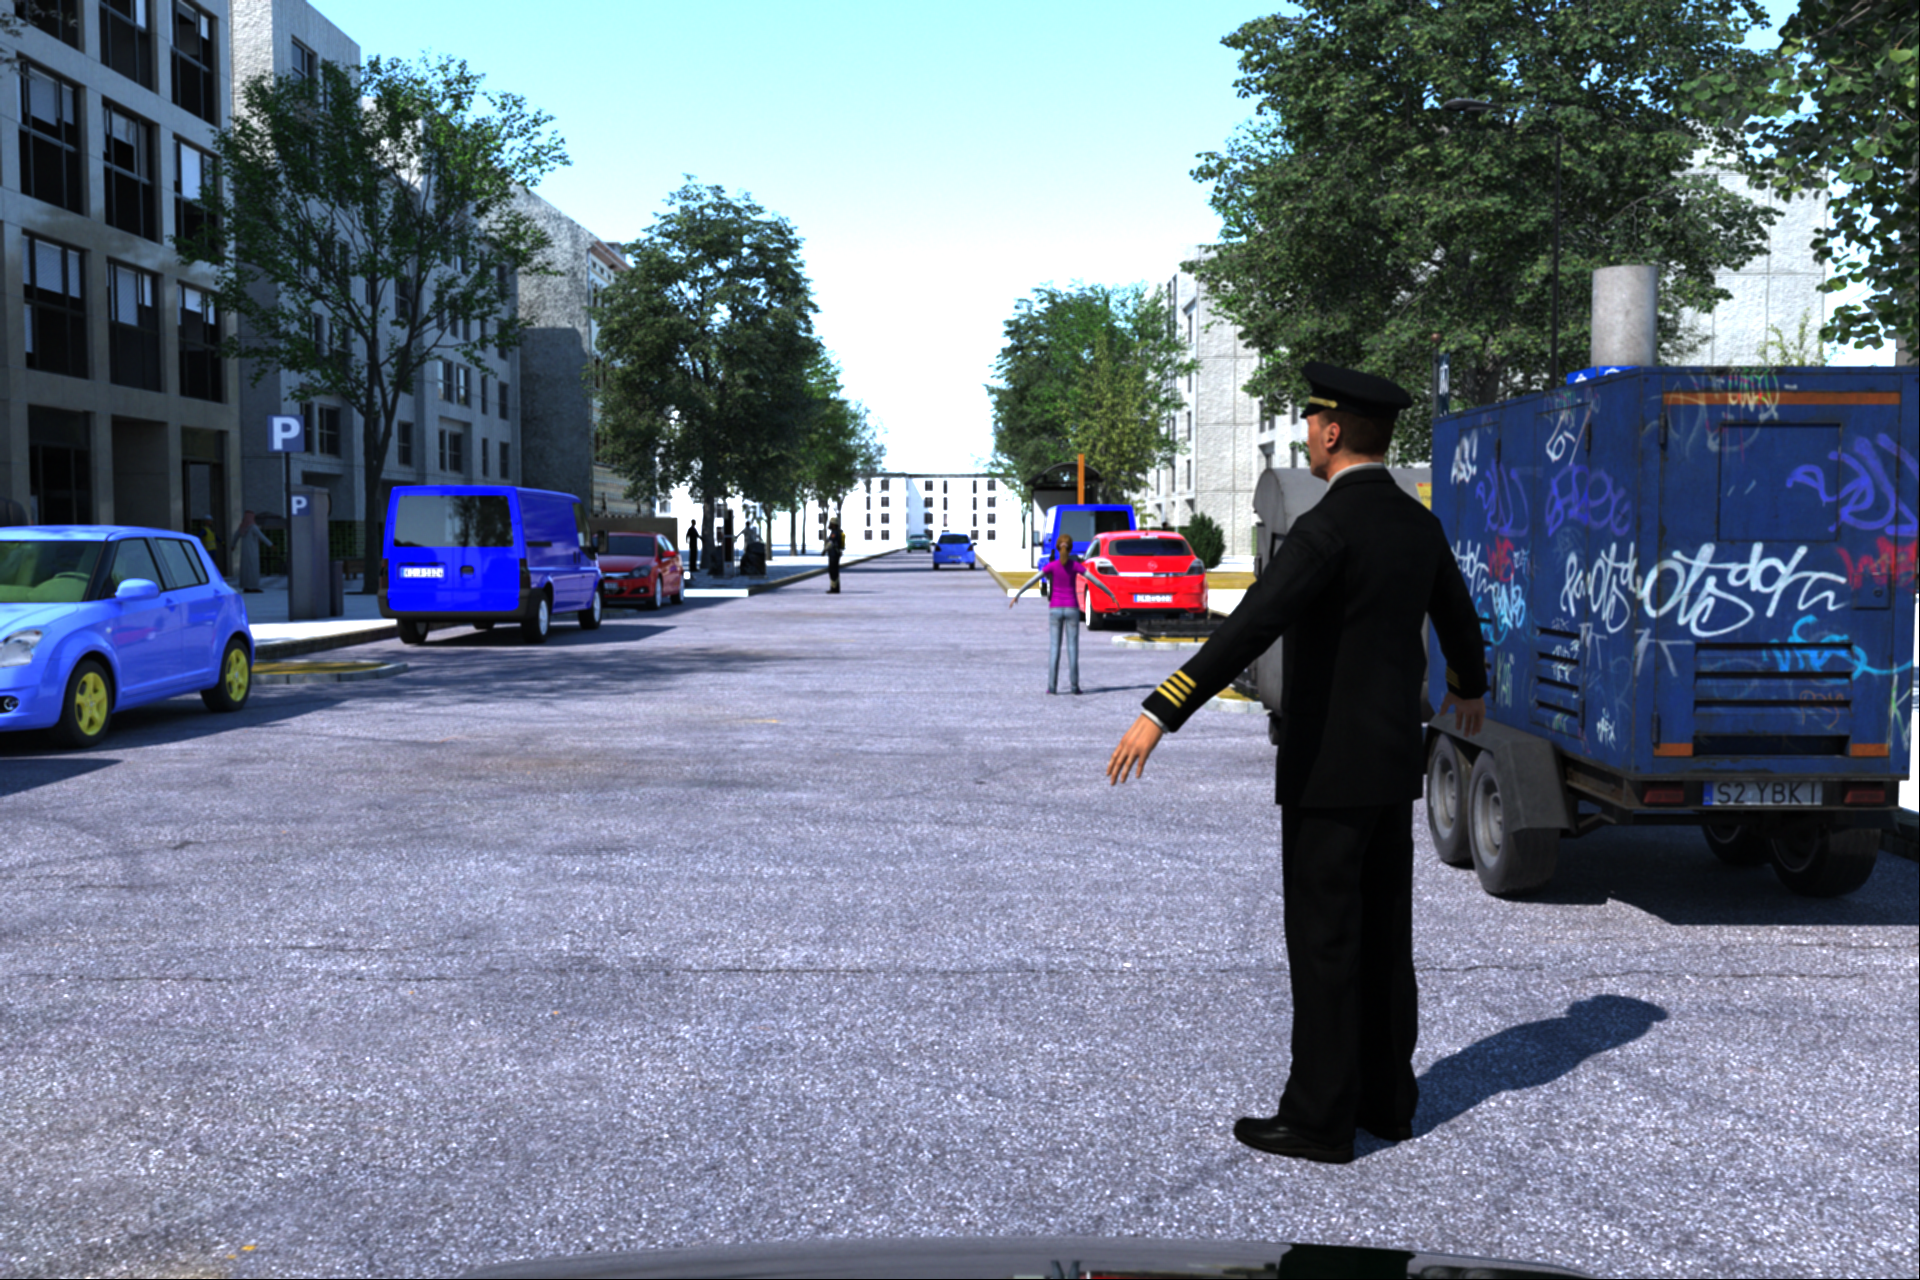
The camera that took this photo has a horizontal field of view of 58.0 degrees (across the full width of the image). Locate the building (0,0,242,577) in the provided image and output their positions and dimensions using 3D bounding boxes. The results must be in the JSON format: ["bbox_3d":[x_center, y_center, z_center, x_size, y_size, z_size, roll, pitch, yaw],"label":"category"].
[{"bbox_3d":[-29.504,-13.903,30.520,19.350,26.588,34.151,0,4,0],"label":"building"}]

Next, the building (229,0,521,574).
[{"bbox_3d":[-30.134,-12.476,70.433,16.747,18.905,31.486,0,4,-1],"label":"building"}]

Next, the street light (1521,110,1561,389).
[{"bbox_3d":[6.938,-2.821,18.660,1.470,5.913,1.316,0,4,0],"label":"street light"}]

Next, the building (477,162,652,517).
[{"bbox_3d":[-28.256,-16.300,97.432,19.493,23.208,18.063,0,4,-1],"label":"building"}]

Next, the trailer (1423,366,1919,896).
[{"bbox_3d":[2.802,-0.050,7.863,1.471,1.999,3.904,0,4,0],"label":"trailer"}]

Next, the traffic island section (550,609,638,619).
[{"bbox_3d":[-6.730,-0.456,30.327,1.991,0.108,1.994,0,4,1],"label":"traffic island section"}]

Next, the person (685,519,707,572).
[{"bbox_3d":[-9.014,-3.211,58.730,0.704,1.802,1.346,1,4,20],"label":"person"}]

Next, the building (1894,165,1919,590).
[{"bbox_3d":[25.129,-11.044,28.793,9.793,21.092,18.267,0,4,0],"label":"building"}]

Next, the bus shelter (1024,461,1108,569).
[{"bbox_3d":[3.046,-3.496,51.086,2.014,3.302,5.546,0,4,-1],"label":"bus shelter"}]

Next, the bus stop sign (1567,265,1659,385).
[{"bbox_3d":[6.612,-1.731,17.326,0.837,3.901,0.837,0,4,0],"label":"bus stop sign"}]

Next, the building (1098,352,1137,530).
[{"bbox_3d":[22.483,-18.404,167.365,16.747,18.905,31.486,0,4,-1],"label":"building"}]

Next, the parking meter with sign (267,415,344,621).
[{"bbox_3d":[-9.845,-1.831,26.204,0.543,3.016,1.738,0,4,-1],"label":"parking meter with sign"}]

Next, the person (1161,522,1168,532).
[{"bbox_3d":[8.952,-4.242,75.537,0.705,1.806,1.347,0,4,-6],"label":"person"}]

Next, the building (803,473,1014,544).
[{"bbox_3d":[-6.830,-17.829,236.115,28.070,9.664,9.099,0,4,7],"label":"building"}]

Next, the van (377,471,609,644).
[{"bbox_3d":[-6.371,-1.218,24.301,2.240,2.365,5.245,0,4,0],"label":"van"}]

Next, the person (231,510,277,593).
[{"bbox_3d":[-15.481,-1.938,37.834,1.347,1.811,0.704,2,4,27],"label":"person"}]

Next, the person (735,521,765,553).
[{"bbox_3d":[-8.475,-3.863,69.341,1.347,1.806,0.705,1,4,12],"label":"person"}]

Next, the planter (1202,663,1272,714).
[{"bbox_3d":[2.997,0.397,14.655,1.991,0.319,1.994,0,4,-1],"label":"planter"}]

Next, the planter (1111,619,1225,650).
[{"bbox_3d":[2.982,-0.074,22.347,1.991,0.319,1.994,0,4,0],"label":"planter"}]

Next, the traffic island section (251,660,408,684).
[{"bbox_3d":[-6.732,0.327,17.518,1.991,0.108,1.994,0,4,0],"label":"traffic island section"}]

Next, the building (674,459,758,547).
[{"bbox_3d":[-25.644,-14.682,182.204,9.099,9.664,28.070,0,4,-1],"label":"building"}]

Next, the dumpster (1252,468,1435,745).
[{"bbox_3d":[2.864,-0.186,11.262,1.865,1.857,1.264,0,4,-1],"label":"dumpster"}]

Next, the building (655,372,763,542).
[{"bbox_3d":[-29.624,-21.245,203.781,16.016,20.090,11.380,0,4,-1],"label":"building"}]

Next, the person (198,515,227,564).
[{"bbox_3d":[-18.861,-2.275,43.661,0.721,1.772,1.216,0,4,6],"label":"person"}]

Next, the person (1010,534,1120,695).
[{"bbox_3d":[0.936,-0.231,15.503,0.991,1.433,0.599,0,4,6],"label":"person"}]

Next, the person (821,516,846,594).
[{"bbox_3d":[-3.058,-2.048,41.723,0.705,1.856,1.354,1,4,10],"label":"person"}]

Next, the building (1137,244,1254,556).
[{"bbox_3d":[21.763,-15.167,114.446,16.747,18.905,31.486,0,4,0],"label":"building"}]

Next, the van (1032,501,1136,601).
[{"bbox_3d":[2.792,-2.083,38.438,2.240,2.365,5.245,0,4,0],"label":"van"}]

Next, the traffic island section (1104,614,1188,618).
[{"bbox_3d":[2.964,-0.473,30.596,1.991,0.108,1.994,0,4,0],"label":"traffic island section"}]

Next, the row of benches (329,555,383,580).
[{"bbox_3d":[-17.014,-2.113,50.007,1.422,0.672,4.104,1,4,9],"label":"row of benches"}]

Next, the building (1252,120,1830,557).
[{"bbox_3d":[25.080,-13.228,82.728,16.747,18.905,31.486,0,4,0],"label":"building"}]

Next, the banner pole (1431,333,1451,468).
[{"bbox_3d":[5.921,-1.921,21.426,0.401,3.779,0.863,0,4,0],"label":"banner pole"}]

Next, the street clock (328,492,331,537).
[{"bbox_3d":[-10.545,-1.467,28.558,0.358,2.002,0.471,0,4,1],"label":"street clock"}]

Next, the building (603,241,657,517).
[{"bbox_3d":[-27.059,-15.696,113.043,16.016,20.090,11.380,0,3,0],"label":"building"}]

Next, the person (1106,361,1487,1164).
[{"bbox_3d":[0.889,0.265,4.065,1.347,1.837,0.705,-3,5,-41],"label":"person"}]
